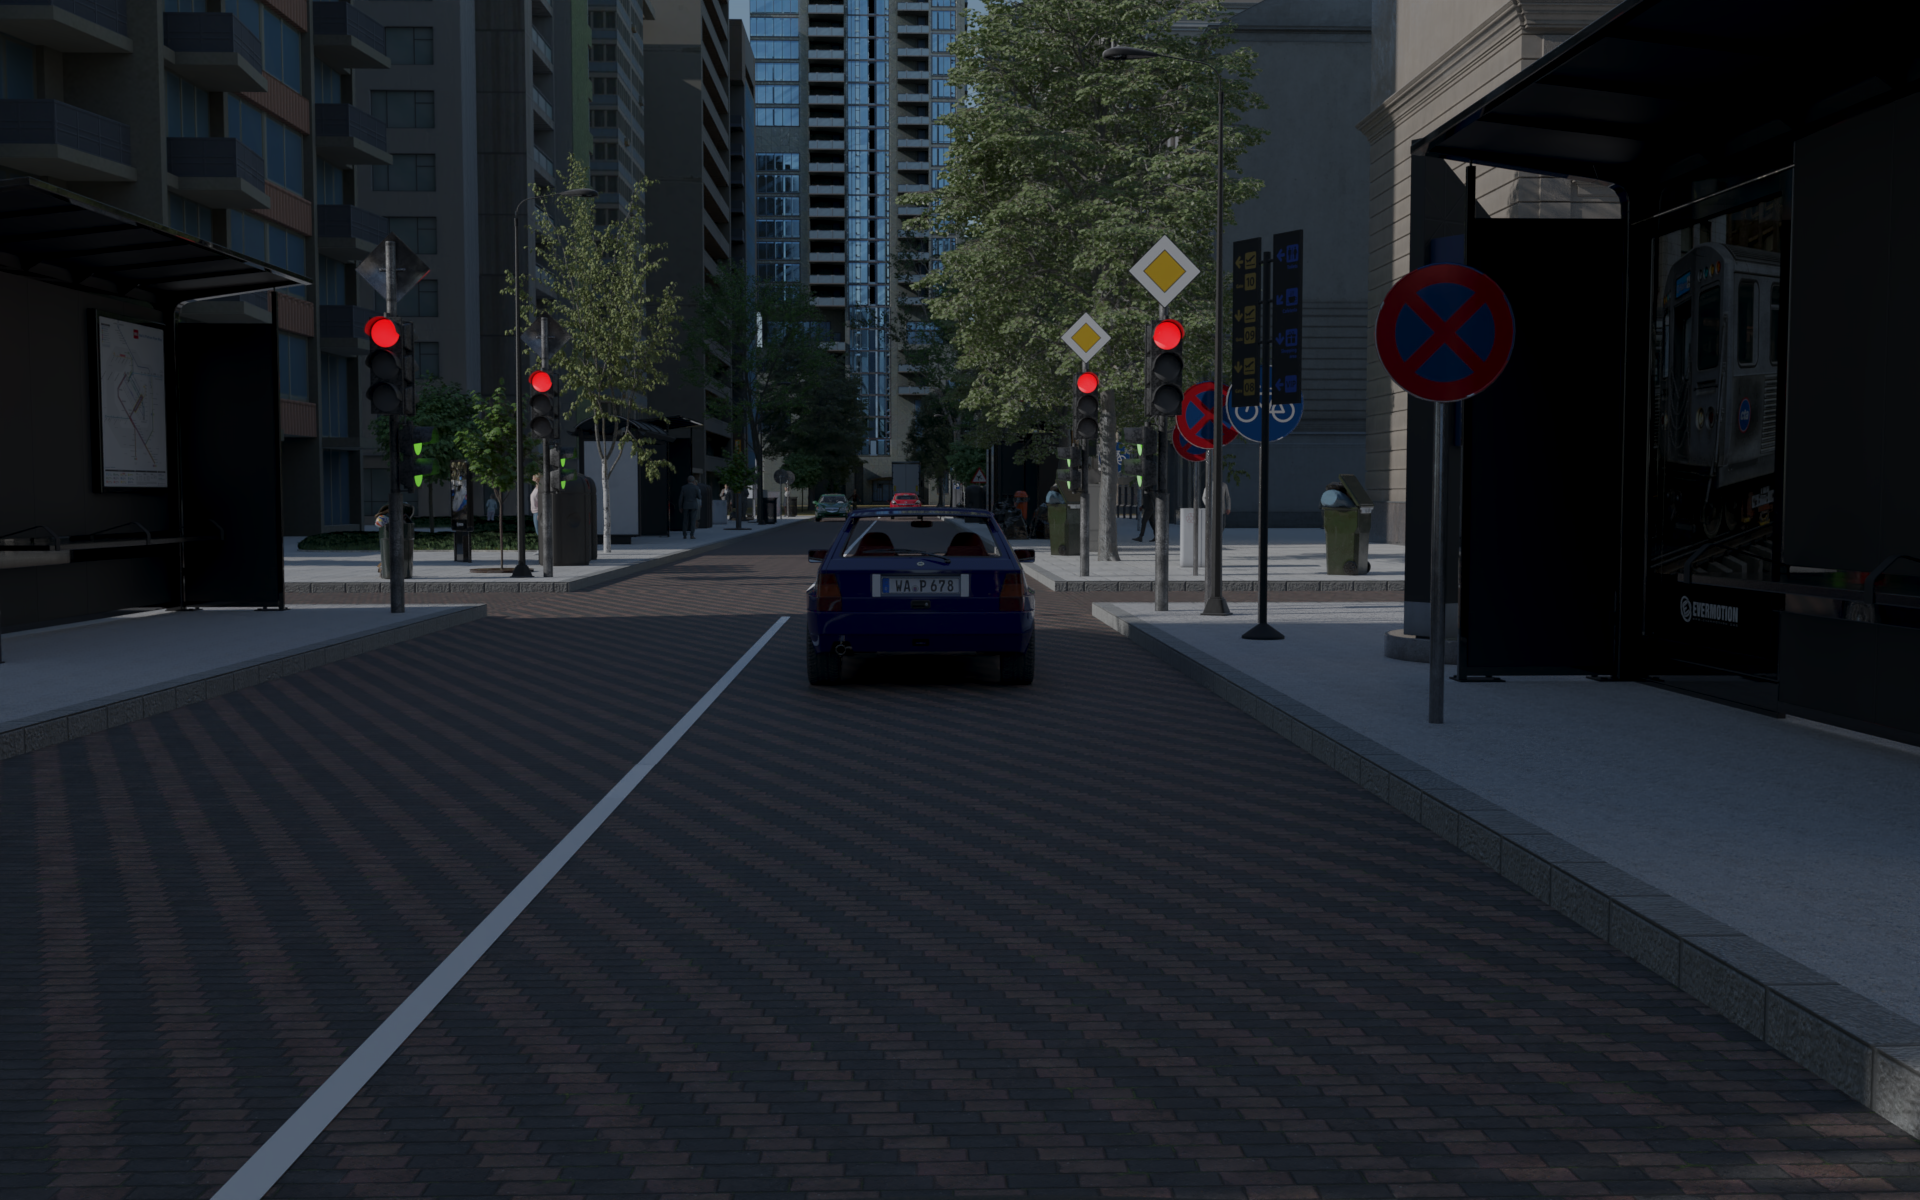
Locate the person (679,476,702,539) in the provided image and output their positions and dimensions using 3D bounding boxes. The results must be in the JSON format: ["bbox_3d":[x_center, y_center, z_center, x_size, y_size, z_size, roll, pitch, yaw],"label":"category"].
[{"bbox_3d":[-7.720,-2.656,49.639,0.661,1.801,0.590,0,4,-3],"label":"person"}]

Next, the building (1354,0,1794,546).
[{"bbox_3d":[23.178,-14.887,40.665,25.104,27.353,12.463,0,4,-2],"label":"building"}]

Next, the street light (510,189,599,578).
[{"bbox_3d":[-6.197,-3.299,26.482,1.470,5.913,1.316,0,4,-2],"label":"street light"}]

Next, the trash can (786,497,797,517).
[{"bbox_3d":[-9.423,-5.218,96.962,0.748,1.137,0.748,0,3,0],"label":"trash can"}]

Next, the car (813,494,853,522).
[{"bbox_3d":[-6.704,-4.885,91.673,2.131,1.459,4.920,0,4,-3],"label":"car"}]

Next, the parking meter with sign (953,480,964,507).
[{"bbox_3d":[-0.115,-5.942,93.408,0.543,3.016,1.738,0,4,7],"label":"parking meter with sign"}]

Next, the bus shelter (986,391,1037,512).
[{"bbox_3d":[1.894,-5.253,63.520,2.179,5.291,8.768,0,4,-2],"label":"bus shelter"}]

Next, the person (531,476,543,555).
[{"bbox_3d":[-8.781,-1.823,36.524,0.598,1.740,0.731,-2,4,-34],"label":"person"}]

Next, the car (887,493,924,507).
[{"bbox_3d":[-3.113,-5.530,99.461,2.155,1.783,4.494,0,4,-2],"label":"car"}]

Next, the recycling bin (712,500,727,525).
[{"bbox_3d":[-10.362,-3.719,73.354,0.722,1.027,0.722,3,5,40],"label":"recycling bin"}]

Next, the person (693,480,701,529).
[{"bbox_3d":[-9.636,-3.470,62.996,0.478,1.798,0.641,1,4,22],"label":"person"}]

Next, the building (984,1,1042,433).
[{"bbox_3d":[17.319,-40.478,203.821,28.212,58.520,21.231,0,4,-2],"label":"building"}]

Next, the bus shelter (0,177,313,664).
[{"bbox_3d":[-7.838,-1.508,15.942,1.731,3.624,6.357,0,4,-2],"label":"bus shelter"}]

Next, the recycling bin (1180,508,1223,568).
[{"bbox_3d":[4.248,-1.099,30.523,0.722,1.027,0.722,0,4,6],"label":"recycling bin"}]

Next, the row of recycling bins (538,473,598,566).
[{"bbox_3d":[-7.358,-1.548,32.424,1.069,1.692,3.534,-1,4,-9],"label":"row of recycling bins"}]

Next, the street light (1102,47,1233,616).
[{"bbox_3d":[2.180,-2.792,18.182,1.470,5.913,1.316,0,4,-2],"label":"street light"}]

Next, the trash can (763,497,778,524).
[{"bbox_3d":[-8.089,-3.791,73.632,0.748,1.137,0.748,0,3,0],"label":"trash can"}]

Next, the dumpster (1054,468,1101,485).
[{"bbox_3d":[2.835,-2.073,39.650,1.264,1.857,1.865,0,4,-2],"label":"dumpster"}]

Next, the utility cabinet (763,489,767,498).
[{"bbox_3d":[-9.124,-4.363,80.009,0.318,1.500,1.173,-1,4,-16],"label":"utility cabinet"}]

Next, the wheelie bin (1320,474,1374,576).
[{"bbox_3d":[6.130,-1.198,27.502,0.693,1.594,0.980,2,4,33],"label":"wheelie bin"}]

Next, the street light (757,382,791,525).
[{"bbox_3d":[-7.702,-6.073,71.836,1.470,5.913,1.316,0,4,-2],"label":"street light"}]

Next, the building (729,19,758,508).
[{"bbox_3d":[-26.676,-31.292,161.742,14.200,45.320,14.600,0,4,-2],"label":"building"}]

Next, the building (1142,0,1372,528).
[{"bbox_3d":[13.703,-13.717,73.417,9.793,20.994,18.267,0,4,-2],"label":"building"}]

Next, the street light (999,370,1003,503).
[{"bbox_3d":[0.791,-5.111,56.100,1.470,5.913,1.316,0,4,-2],"label":"street light"}]

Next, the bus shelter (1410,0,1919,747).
[{"bbox_3d":[4.012,-1.070,8.775,1.731,3.624,6.357,0,4,-2],"label":"bus shelter"}]

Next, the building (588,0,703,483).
[{"bbox_3d":[-33.661,-25.723,112.448,32.217,40.220,23.993,0,4,-2],"label":"building"}]

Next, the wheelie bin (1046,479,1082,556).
[{"bbox_3d":[2.209,-1.731,36.209,0.980,1.594,0.693,-3,5,-40],"label":"wheelie bin"}]

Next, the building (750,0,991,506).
[{"bbox_3d":[-12.282,-54.414,202.342,31.000,86.520,22.319,0,4,-2],"label":"building"}]

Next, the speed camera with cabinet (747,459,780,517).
[{"bbox_3d":[-11.111,-6.335,97.909,0.660,3.252,2.038,3,5,42],"label":"speed camera with cabinet"}]

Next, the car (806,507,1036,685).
[{"bbox_3d":[-0.318,-0.109,14.365,1.945,1.354,3.894,0,4,-1],"label":"car"}]

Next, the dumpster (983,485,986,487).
[{"bbox_3d":[1.646,-4.676,82.212,1.264,1.857,1.865,0,4,-2],"label":"dumpster"}]

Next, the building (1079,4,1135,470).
[{"bbox_3d":[18.442,-41.310,113.665,20.563,71.187,20.611,0,4,-2],"label":"building"}]

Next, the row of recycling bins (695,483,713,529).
[{"bbox_3d":[-9.948,-3.600,65.971,1.069,1.692,3.534,0,4,-6],"label":"row of recycling bins"}]

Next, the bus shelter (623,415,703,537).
[{"bbox_3d":[-9.251,-3.860,54.390,1.731,3.624,6.357,0,4,-2],"label":"bus shelter"}]

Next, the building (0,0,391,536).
[{"bbox_3d":[-28.818,-23.980,46.695,22.147,44.769,28.867,0,4,-2],"label":"building"}]

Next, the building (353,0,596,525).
[{"bbox_3d":[-24.496,-24.024,76.387,14.154,41.232,14.086,0,4,-2],"label":"building"}]

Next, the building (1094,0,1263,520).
[{"bbox_3d":[14.715,-18.745,92.382,13.634,28.700,20.117,0,4,-2],"label":"building"}]

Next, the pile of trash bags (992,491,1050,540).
[{"bbox_3d":[1.864,-2.478,50.263,1.912,1.369,3.447,0,4,-3],"label":"pile of trash bags"}]

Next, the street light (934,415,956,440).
[{"bbox_3d":[-0.809,-7.874,101.281,1.470,5.913,1.316,0,4,-2],"label":"street light"}]

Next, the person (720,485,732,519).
[{"bbox_3d":[-12.050,-5.091,89.239,0.622,1.834,0.822,0,4,-7],"label":"person"}]

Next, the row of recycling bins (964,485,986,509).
[{"bbox_3d":[1.607,-4.353,78.292,1.069,1.692,3.534,3,5,44],"label":"row of recycling bins"}]

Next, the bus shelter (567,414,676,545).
[{"bbox_3d":[-8.982,-3.213,46.457,2.014,3.302,5.546,0,4,-2],"label":"bus shelter"}]

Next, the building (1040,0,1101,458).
[{"bbox_3d":[17.805,-31.297,135.412,21.300,48.544,21.600,0,4,-2],"label":"building"}]

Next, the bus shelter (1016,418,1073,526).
[{"bbox_3d":[2.740,-3.923,55.430,1.731,3.624,6.357,0,4,-2],"label":"bus shelter"}]

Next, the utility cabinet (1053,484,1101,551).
[{"bbox_3d":[2.665,-1.813,38.315,1.173,1.500,0.318,-1,4,-11],"label":"utility cabinet"}]

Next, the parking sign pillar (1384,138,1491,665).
[{"bbox_3d":[4.077,-1.530,13.494,1.447,3.967,1.447,-2,4,-35],"label":"parking sign pillar"}]

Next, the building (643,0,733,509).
[{"bbox_3d":[-29.617,-31.282,135.154,21.300,48.544,21.600,0,4,-2],"label":"building"}]

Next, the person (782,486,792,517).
[{"bbox_3d":[-9.840,-5.617,98.636,0.466,1.731,0.760,1,4,18],"label":"person"}]
